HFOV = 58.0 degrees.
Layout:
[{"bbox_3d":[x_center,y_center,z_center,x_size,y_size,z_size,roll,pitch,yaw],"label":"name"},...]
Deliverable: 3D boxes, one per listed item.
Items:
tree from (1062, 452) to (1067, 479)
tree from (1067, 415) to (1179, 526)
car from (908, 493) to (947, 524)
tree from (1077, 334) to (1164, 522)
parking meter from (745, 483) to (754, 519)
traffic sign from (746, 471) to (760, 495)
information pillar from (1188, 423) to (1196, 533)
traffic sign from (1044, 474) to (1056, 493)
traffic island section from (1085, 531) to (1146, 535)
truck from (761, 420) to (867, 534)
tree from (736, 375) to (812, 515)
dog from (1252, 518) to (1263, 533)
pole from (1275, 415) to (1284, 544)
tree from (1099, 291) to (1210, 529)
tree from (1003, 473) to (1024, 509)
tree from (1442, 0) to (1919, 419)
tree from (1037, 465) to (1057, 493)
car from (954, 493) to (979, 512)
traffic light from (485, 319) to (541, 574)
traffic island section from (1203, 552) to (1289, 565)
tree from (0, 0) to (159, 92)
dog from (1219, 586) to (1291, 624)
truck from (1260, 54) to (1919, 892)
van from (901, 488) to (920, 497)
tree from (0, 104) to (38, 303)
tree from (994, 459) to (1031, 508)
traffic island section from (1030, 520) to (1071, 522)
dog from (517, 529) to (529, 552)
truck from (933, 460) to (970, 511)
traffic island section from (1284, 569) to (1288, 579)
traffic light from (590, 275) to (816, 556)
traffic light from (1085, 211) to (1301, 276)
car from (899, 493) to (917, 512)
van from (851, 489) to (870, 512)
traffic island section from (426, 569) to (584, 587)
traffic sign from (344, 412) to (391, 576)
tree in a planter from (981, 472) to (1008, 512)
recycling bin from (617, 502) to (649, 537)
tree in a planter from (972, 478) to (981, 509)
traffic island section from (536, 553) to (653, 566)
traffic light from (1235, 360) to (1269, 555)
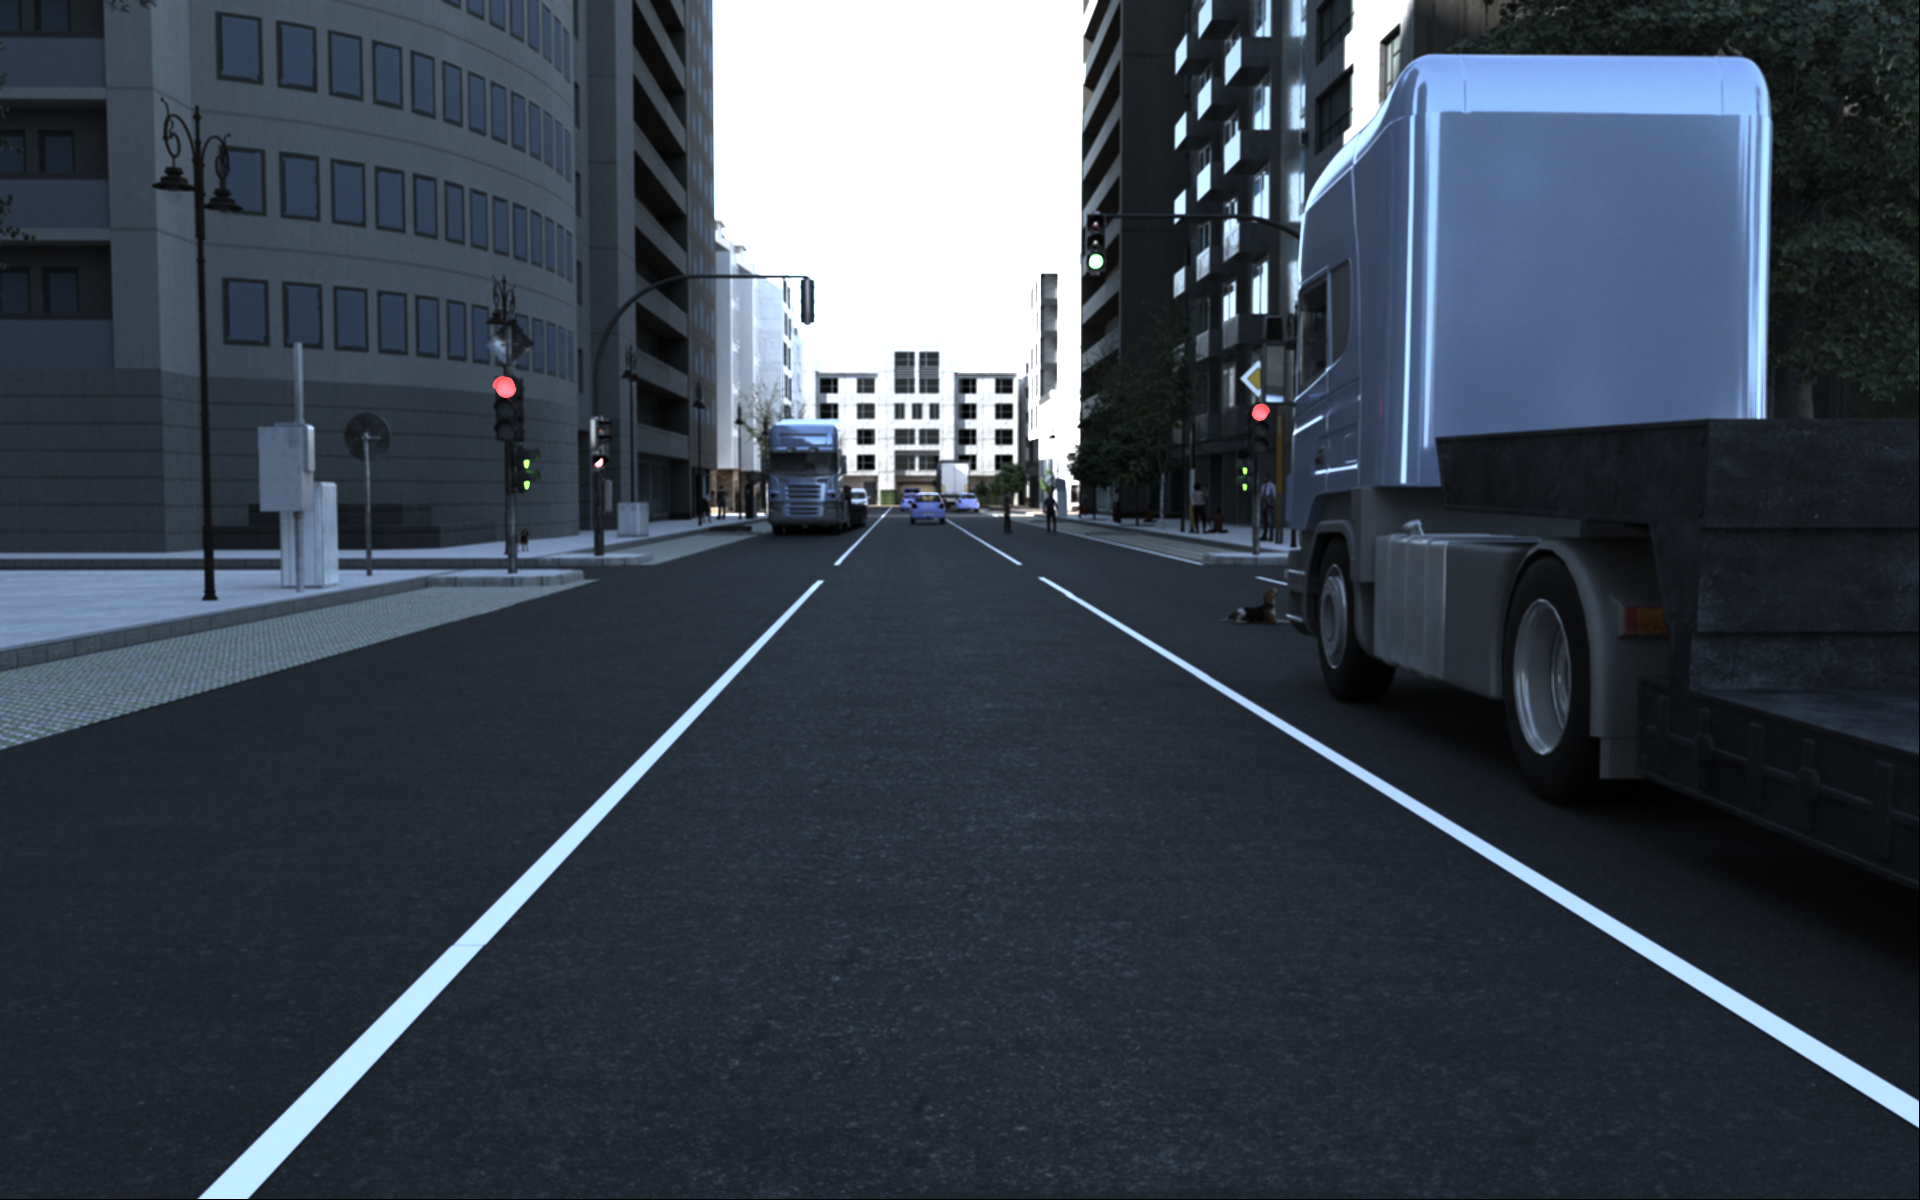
[{"bbox_3d":[6.796,-6.284,86.463,4.285,4.588,4.351,0,3,0],"label":"tree"},{"bbox_3d":[7.171,-5.295,70.290,4.285,4.588,4.351,0,3,0],"label":"tree"},{"bbox_3d":[-1.575,-4.559,84.132,1.945,1.707,3.694,0,4,-2],"label":"car"},{"bbox_3d":[7.197,-7.893,79.408,4.360,8.622,3.978,0,3,0],"label":"tree"},{"bbox_3d":[-10.908,-5.131,89.602,0.399,1.863,0.255,1,4,20],"label":"parking meter"},{"bbox_3d":[-11.209,-5.732,93.830,0.768,2.556,0.104,0,4,4],"label":"traffic sign"},{"bbox_3d":[7.660,-4.025,57.169,0.183,3.616,0.504,0,4,-3],"label":"information pillar"},{"bbox_3d":[5.785,-6.821,111.627,0.768,2.556,0.104,0,4,2],"label":"traffic sign"},{"bbox_3d":[5.450,-2.350,61.287,1.991,0.108,1.994,0,4,-2],"label":"traffic island section"},{"bbox_3d":[-5.406,-4.806,68.341,2.967,4.110,18.799,0,3,0],"label":"truck"},{"bbox_3d":[-11.754,-9.612,107.515,4.360,8.622,3.978,0,3,0],"label":"tree"},{"bbox_3d":[9.841,-2.465,57.136,0.540,0.507,0.406,2,4,27],"label":"dog"},{"bbox_3d":[8.215,-3.098,44.499,0.158,3.312,0.155,0,3,0],"label":"pole"},{"bbox_3d":[7.320,-6.906,63.284,4.737,8.622,4.395,0,3,0],"label":"tree"},{"bbox_3d":[4.804,-9.735,153.761,1.663,3.219,1.824,0,3,0],"label":"tree"},{"bbox_3d":[9.850,-6.946,20.229,9.857,13.997,8.962,0,3,0],"label":"tree"},{"bbox_3d":[5.861,-7.374,115.172,1.663,3.219,1.824,0,3,0],"label":"tree"},{"bbox_3d":[0.550,-7.755,136.390,1.945,1.707,3.694,0,4,-4],"label":"car"},{"bbox_3d":[-7.223,-2.385,27.912,0.839,4.253,0.868,0,4,-2],"label":"traffic light"},{"bbox_3d":[6.253,-0.867,36.464,2.009,0.180,2.903,0,4,-2],"label":"traffic island section"},{"bbox_3d":[-10.000,-6.239,12.382,12.009,13.543,11.850,0,3,0],"label":"tree"},{"bbox_3d":[3.295,0.056,19.281,0.550,0.427,0.748,-2,4,-34],"label":"dog"},{"bbox_3d":[3.978,-0.927,4.911,2.967,4.110,18.799,0,4,-2],"label":"truck"},{"bbox_3d":[-5.055,-10.835,181.534,2.240,2.365,5.245,0,4,-2],"label":"van"},{"bbox_3d":[-13.686,-4.318,20.959,4.360,8.622,3.978,0,3,0],"label":"tree"},{"bbox_3d":[4.729,-10.698,158.620,4.285,4.588,4.351,0,3,0],"label":"tree"},{"bbox_3d":[4.583,-3.997,88.217,1.991,0.108,1.994,0,4,-2],"label":"traffic island section"},{"bbox_3d":[-9.804,-1.332,38.601,0.406,0.507,0.540,-1,4,-17],"label":"dog"},{"bbox_3d":[-0.717,-9.770,148.659,2.839,4.237,11.283,0,4,-3],"label":"truck"},{"bbox_3d":[6.511,-0.379,28.483,2.009,0.180,2.903,0,4,-2],"label":"traffic island section"},{"bbox_3d":[-5.393,-3.751,35.995,4.771,5.953,1.251,0,4,-2],"label":"traffic light"},{"bbox_3d":[4.382,-3.272,28.159,4.771,5.953,1.251,0,4,-2],"label":"traffic light"},{"bbox_3d":[-3.966,-8.035,140.960,1.945,1.707,3.694,0,4,-2],"label":"car"},{"bbox_3d":[-8.105,-7.943,136.880,2.013,2.044,4.112,0,4,-2],"label":"van"},{"bbox_3d":[-7.264,-0.353,28.045,2.009,0.180,2.903,0,4,-2],"label":"traffic island section"},{"bbox_3d":[-9.258,-1.649,27.065,0.768,2.556,0.104,0,4,7],"label":"traffic sign"},{"bbox_3d":[2.959,-8.640,138.479,1.991,3.239,1.994,0,4,-2],"label":"tree in a planter"},{"bbox_3d":[-9.816,-2.413,52.011,0.722,1.027,0.722,1,4,16],"label":"recycling bin"},{"bbox_3d":[2.088,-10.289,165.442,1.991,3.239,1.994,0,4,-2],"label":"tree in a planter"},{"bbox_3d":[-7.521,-0.841,36.026,2.009,0.180,2.903,0,4,-2],"label":"traffic island section"},{"bbox_3d":[6.213,-2.901,36.348,0.839,4.253,0.868,0,4,-2],"label":"traffic light"}]
